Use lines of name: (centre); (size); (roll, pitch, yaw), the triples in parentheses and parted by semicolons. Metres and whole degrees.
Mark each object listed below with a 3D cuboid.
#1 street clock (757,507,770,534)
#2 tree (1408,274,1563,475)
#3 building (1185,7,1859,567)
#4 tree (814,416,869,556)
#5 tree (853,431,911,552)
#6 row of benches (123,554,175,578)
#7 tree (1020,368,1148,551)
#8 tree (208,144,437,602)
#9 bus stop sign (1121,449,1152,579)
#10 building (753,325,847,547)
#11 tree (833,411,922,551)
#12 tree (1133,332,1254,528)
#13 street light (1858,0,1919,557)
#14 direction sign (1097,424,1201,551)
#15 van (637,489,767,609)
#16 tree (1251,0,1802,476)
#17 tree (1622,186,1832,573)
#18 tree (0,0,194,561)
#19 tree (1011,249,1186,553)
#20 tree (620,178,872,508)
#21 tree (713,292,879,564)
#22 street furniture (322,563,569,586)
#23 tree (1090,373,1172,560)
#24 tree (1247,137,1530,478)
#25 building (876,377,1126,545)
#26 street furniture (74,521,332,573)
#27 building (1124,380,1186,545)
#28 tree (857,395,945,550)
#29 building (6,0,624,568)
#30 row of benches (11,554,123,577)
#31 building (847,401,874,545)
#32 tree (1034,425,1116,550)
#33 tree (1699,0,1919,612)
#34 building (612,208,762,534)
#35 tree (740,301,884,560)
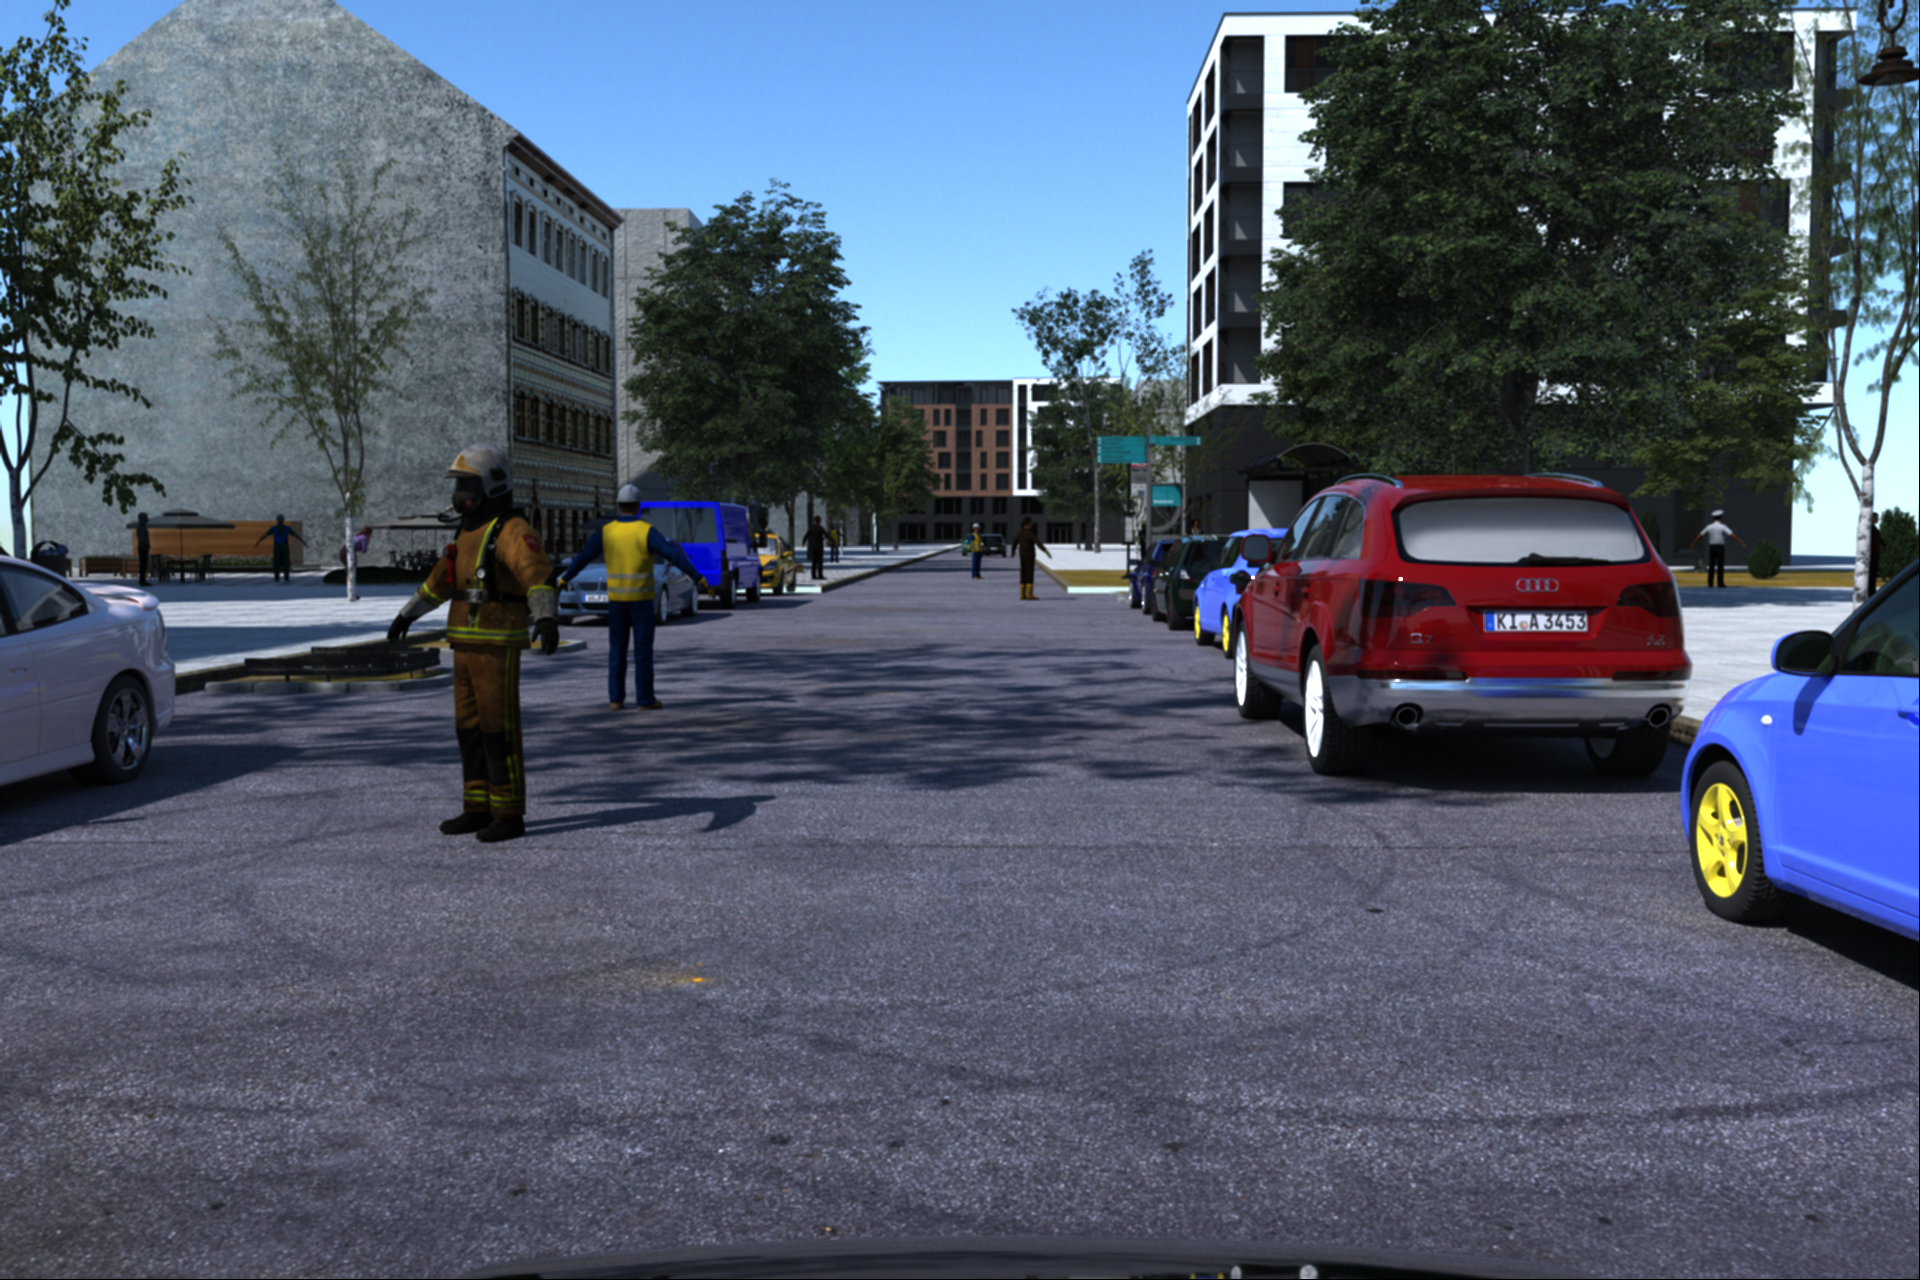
street clock: (-5.197, -2.520, 45.772); (0.358, 2.002, 0.471); (0, 4, 1)
tree: (13.205, -5.850, 46.016); (4.360, 8.622, 3.978); (0, 3, 0)
building: (24.721, -14.694, 84.220); (27.936, 21.610, 32.646); (0, 4, 2)
tree: (-6.771, -9.252, 101.625); (4.360, 8.622, 3.978); (0, 3, 0)
tree: (-5.866, -10.439, 121.040); (4.737, 8.622, 4.395); (0, 3, 0)
row of benches: (-24.396, -2.246, 52.181); (1.422, 0.672, 4.104); (-1, 4, -13)
tree: (9.705, -13.748, 131.436); (9.857, 13.997, 8.962); (0, 3, 0)
tree: (-11.337, -5.036, 32.700); (4.360, 8.622, 3.978); (0, 3, 0)
bus stop sign: (5.052, -3.724, 49.598); (0.855, 3.939, 0.416); (0, 4, 2)
building: (-21.678, -21.064, 175.319); (19.493, 23.208, 18.063); (0, 4, 2)
tree: (-6.474, -11.957, 129.909); (7.601, 10.594, 8.767); (-3, 5, -41)
tree: (7.954, -6.907, 63.293); (4.360, 8.622, 3.978); (0, 3, 0)
street light: (7.195, -2.448, 12.814); (0.468, 5.910, 1.993); (0, 4, 2)
direction sign: (4.600, -3.235, 41.659); (2.525, 3.948, 1.411); (0, 4, 0)
van: (-5.212, -1.863, 34.840); (2.240, 2.365, 5.245); (0, 4, 1)
tree: (9.957, -7.615, 31.154); (9.857, 13.997, 8.962); (0, 3, 0)
tree: (24.834, -8.497, 57.053); (7.486, 12.596, 7.792); (0, 3, 0)
tree: (-11.220, -4.289, 20.486); (4.737, 8.622, 4.395); (0, 3, 0)
tree: (10.043, -15.905, 115.940); (12.611, 20.169, 13.585); (0, 3, 0)
tree: (-8.136, -9.581, 63.306); (9.857, 13.997, 8.962); (0, 3, 0)
tree: (-7.363, -9.108, 74.668); (9.928, 11.665, 9.643); (0, 3, 0)
street furniture: (-11.507, -1.877, 46.314); (10.072, 0.657, 5.734); (-1, 4, -9)
tree: (8.020, -7.839, 78.524); (4.737, 8.622, 4.395); (0, 3, 0)
tree: (13.212, -8.991, 53.664); (9.857, 13.997, 8.962); (0, 3, 0)
building: (6.262, -24.004, 238.898); (32.646, 21.610, 27.936); (0, 4, 6)
street furniture: (-26.827, -3.209, 59.326); (9.812, 1.723, 11.010); (-1, 4, -9)
building: (29.141, -20.807, 206.649); (16.747, 18.905, 31.486); (0, 4, 1)
tree: (-5.026, -13.616, 140.755); (7.486, 12.596, 7.792); (0, 3, 0)
building: (-26.068, -14.897, 74.496); (19.493, 23.208, 18.063); (0, 4, 1)
row of benches: (-26.996, -2.205, 51.519); (4.104, 0.672, 1.422); (-3, 5, -43)
building: (-20.518, -22.988, 206.790); (19.493, 23.208, 18.063); (0, 4, 2)
tree: (9.560, -12.806, 143.791); (7.601, 10.594, 8.767); (1, 4, 14)
tree: (9.469, -4.154, 18.279); (4.360, 8.622, 3.978); (0, 3, 0)
building: (-22.927, -14.903, 110.117); (16.747, 18.905, 31.486); (0, 4, 1)
tree: (-7.718, -10.171, 84.415); (7.486, 12.596, 7.792); (0, 3, 0)
